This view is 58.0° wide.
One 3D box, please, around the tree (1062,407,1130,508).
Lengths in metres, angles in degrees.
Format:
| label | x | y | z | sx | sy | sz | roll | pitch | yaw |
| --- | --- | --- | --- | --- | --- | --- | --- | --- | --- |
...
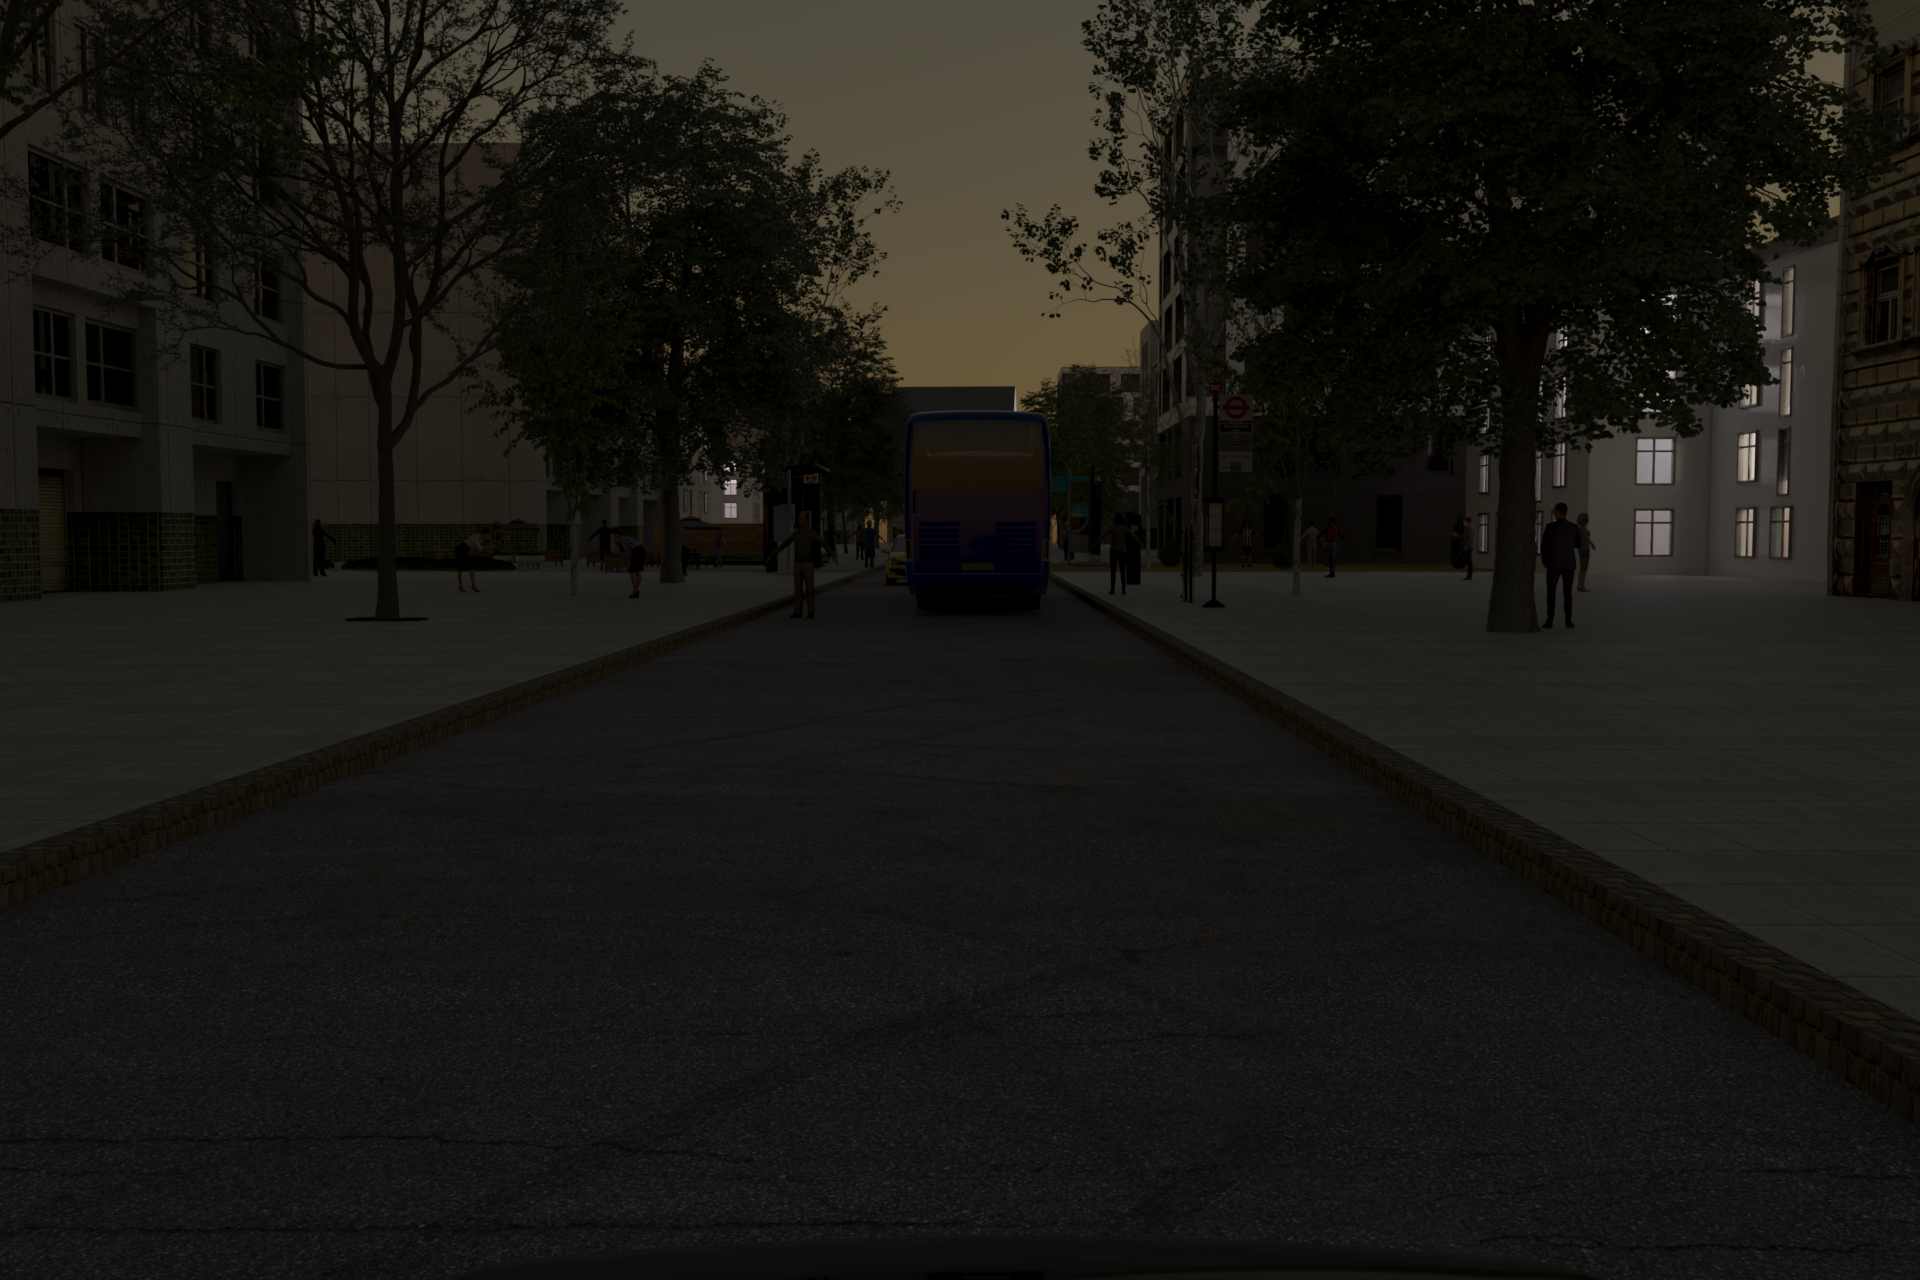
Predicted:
| label | x | y | z | sx | sy | sz | roll | pitch | yaw |
| --- | --- | --- | --- | --- | --- | --- | --- | --- | --- |
| tree | 7.888 | -9.165 | 100.209 | 4.360 | 8.622 | 3.978 | 0 | 3 | 0 |

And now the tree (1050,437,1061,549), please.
| label | x | y | z | sx | sy | sz | roll | pitch | yaw |
| --- | --- | --- | --- | --- | --- | --- | --- | --- | --- |
| tree | 8.442 | -13.126 | 149.021 | 8.767 | 10.594 | 7.601 | -2 | 4 | -25 |

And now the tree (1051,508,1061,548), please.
| label | x | y | z | sx | sy | sz | roll | pitch | yaw |
| --- | --- | --- | --- | --- | --- | --- | --- | --- | --- |
| tree | 8.726 | -12.860 | 160.624 | 4.737 | 8.622 | 4.395 | 0 | 3 | 0 |

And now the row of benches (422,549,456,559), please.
| label | x | y | z | sx | sy | sz | roll | pitch | yaw |
| --- | --- | --- | --- | --- | --- | --- | --- | --- | --- |
| row of benches | -21.495 | -3.472 | 72.225 | 1.422 | 0.672 | 4.104 | 0 | 4 | 2 |

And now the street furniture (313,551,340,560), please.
| label | x | y | z | sx | sy | sz | roll | pitch | yaw |
| --- | --- | --- | --- | --- | --- | --- | --- | --- | --- |
| street furniture | -30.657 | -3.946 | 71.370 | 11.010 | 1.723 | 9.812 | 1 | 4 | 11 |

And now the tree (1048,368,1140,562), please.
| label | x | y | z | sx | sy | sz | roll | pitch | yaw |
| --- | --- | --- | --- | --- | --- | --- | --- | --- | --- |
| tree | 5.812 | -7.698 | 76.222 | 4.737 | 8.622 | 4.395 | 0 | 3 | 0 |

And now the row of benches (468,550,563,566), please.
| label | x | y | z | sx | sy | sz | roll | pitch | yaw |
| --- | --- | --- | --- | --- | --- | --- | --- | --- | --- |
| row of benches | -17.536 | -3.231 | 68.287 | 4.104 | 0.672 | 1.422 | -3 | 4 | -37 |

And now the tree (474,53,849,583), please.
| label | x | y | z | sx | sy | sz | roll | pitch | yaw |
| --- | --- | --- | --- | --- | --- | --- | --- | --- | --- |
| tree | -7.711 | -8.482 | 45.335 | 9.857 | 13.997 | 8.962 | 0 | 3 | 0 |

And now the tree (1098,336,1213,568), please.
| label | x | y | z | sx | sy | sz | roll | pitch | yaw |
| --- | --- | --- | --- | --- | --- | --- | --- | --- | --- |
| tree | 6.866 | -7.010 | 64.980 | 4.360 | 8.622 | 3.978 | 0 | 3 | 0 |

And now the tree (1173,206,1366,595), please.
| label | x | y | z | sx | sy | sz | roll | pitch | yaw |
| --- | --- | --- | --- | --- | --- | --- | --- | --- | --- |
| tree | 6.922 | -5.256 | 36.294 | 4.737 | 8.622 | 4.395 | 0 | 3 | 0 |

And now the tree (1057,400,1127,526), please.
| label | x | y | z | sx | sy | sz | roll | pitch | yaw |
| --- | --- | --- | --- | --- | --- | --- | --- | --- | --- |
| tree | 7.409 | -8.817 | 94.514 | 4.737 | 8.622 | 4.395 | 0 | 3 | 0 |

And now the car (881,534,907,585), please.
| label | x | y | z | sx | sy | sz | roll | pitch | yaw |
| --- | --- | --- | --- | --- | --- | --- | --- | --- | --- |
| car | -1.239 | -2.417 | 49.750 | 2.015 | 1.641 | 3.980 | 0 | 3 | 0 |

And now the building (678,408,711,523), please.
| label | x | y | z | sx | sy | sz | roll | pitch | yaw |
| --- | --- | --- | --- | --- | --- | --- | --- | --- | --- |
| building | -22.555 | -11.262 | 126.280 | 9.099 | 9.664 | 28.070 | 0 | 4 | 1 |

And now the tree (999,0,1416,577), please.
| label | x | y | z | sx | sy | sz | roll | pitch | yaw |
| --- | --- | --- | --- | --- | --- | --- | --- | --- | --- |
| tree | 7.655 | -12.042 | 52.772 | 12.611 | 20.169 | 13.585 | 0 | 3 | 0 |

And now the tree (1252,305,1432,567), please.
| label | x | y | z | sx | sy | sz | roll | pitch | yaw |
| --- | --- | --- | --- | --- | --- | --- | --- | --- | --- |
| tree | 14.704 | -8.120 | 67.174 | 7.601 | 10.594 | 8.767 | 0 | 4 | -5 |

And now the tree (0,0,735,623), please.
| label | x | y | z | sx | sy | sz | roll | pitch | yaw |
| --- | --- | --- | --- | --- | --- | --- | --- | --- | --- |
| tree | -8.427 | -7.032 | 25.348 | 12.009 | 13.543 | 11.850 | 0 | 3 | 0 |

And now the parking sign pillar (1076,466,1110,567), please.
| label | x | y | z | sx | sy | sz | roll | pitch | yaw |
| --- | --- | --- | --- | --- | --- | --- | --- | --- | --- |
| parking sign pillar | 5.361 | -4.920 | 68.908 | 1.447 | 3.967 | 1.447 | 0 | 4 | 1 |

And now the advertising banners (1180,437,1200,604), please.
| label | x | y | z | sx | sy | sz | roll | pitch | yaw |
| --- | --- | --- | --- | --- | --- | --- | --- | --- | --- |
| advertising banners | 4.290 | -2.208 | 32.283 | 0.090 | 3.025 | 2.074 | 0 | 4 | 0 |

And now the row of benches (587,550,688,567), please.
| label | x | y | z | sx | sy | sz | roll | pitch | yaw |
| --- | --- | --- | --- | --- | --- | --- | --- | --- | --- |
| row of benches | -12.586 | -3.161 | 67.141 | 4.104 | 0.672 | 1.422 | 1 | 4 | 12 |

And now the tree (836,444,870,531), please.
| label | x | y | z | sx | sy | sz | roll | pitch | yaw |
| --- | --- | --- | --- | --- | --- | --- | --- | --- | --- |
| tree | -7.203 | -10.404 | 120.464 | 4.360 | 8.622 | 3.978 | 0 | 3 | 0 |

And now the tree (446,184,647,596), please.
| label | x | y | z | sx | sy | sz | roll | pitch | yaw |
| --- | --- | --- | --- | --- | --- | --- | --- | --- | --- |
| tree | -8.239 | -5.224 | 35.772 | 4.737 | 8.622 | 4.395 | 0 | 3 | 0 |

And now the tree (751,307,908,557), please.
| label | x | y | z | sx | sy | sz | roll | pitch | yaw |
| --- | --- | --- | --- | --- | --- | --- | --- | --- | --- |
| tree | -7.229 | -11.590 | 96.150 | 9.857 | 13.997 | 8.962 | 0 | 3 | 0 |

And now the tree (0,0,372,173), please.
| label | x | y | z | sx | sy | sz | roll | pitch | yaw |
| --- | --- | --- | --- | --- | --- | --- | --- | --- | --- |
| tree | -8.455 | -5.380 | 13.713 | 9.928 | 11.665 | 9.643 | 0 | 3 | 0 |

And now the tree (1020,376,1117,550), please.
| label | x | y | z | sx | sy | sz | roll | pitch | yaw |
| --- | --- | --- | --- | --- | --- | --- | --- | --- | --- |
| tree | 8.230 | -14.165 | 138.259 | 9.857 | 13.997 | 8.962 | 0 | 3 | 0 |

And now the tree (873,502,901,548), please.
| label | x | y | z | sx | sy | sz | roll | pitch | yaw |
| --- | --- | --- | --- | --- | --- | --- | --- | --- | --- |
| tree | -6.692 | -13.053 | 163.774 | 4.360 | 8.622 | 3.978 | 0 | 3 | 0 |

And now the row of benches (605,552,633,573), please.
| label | x | y | z | sx | sy | sz | roll | pitch | yaw |
| --- | --- | --- | --- | --- | --- | --- | --- | --- | --- |
| row of benches | -11.550 | -2.679 | 59.256 | 1.422 | 0.672 | 4.104 | 0 | 4 | -2 |

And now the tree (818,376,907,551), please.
| label | x | y | z | sx | sy | sz | roll | pitch | yaw |
| --- | --- | --- | --- | --- | --- | --- | --- | --- | --- |
| tree | -7.312 | -13.610 | 132.890 | 12.009 | 13.543 | 11.850 | 0 | 3 | 0 |

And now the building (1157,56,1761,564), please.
| label | x | y | z | sx | sy | sz | roll | pitch | yaw |
| --- | --- | --- | --- | --- | --- | --- | --- | --- | --- |
| building | 24.107 | -15.098 | 90.834 | 27.936 | 21.610 | 32.646 | 0 | 4 | 1 |

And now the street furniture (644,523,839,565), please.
| label | x | y | z | sx | sy | sz | roll | pitch | yaw |
| --- | --- | --- | --- | --- | --- | --- | --- | --- | --- |
| street furniture | -9.438 | -4.076 | 73.492 | 11.010 | 1.723 | 9.812 | 1 | 4 | 16 |

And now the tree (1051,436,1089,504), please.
| label | x | y | z | sx | sy | sz | roll | pitch | yaw |
| --- | --- | --- | --- | --- | --- | --- | --- | --- | --- |
| tree | 8.169 | -10.918 | 128.876 | 4.360 | 8.622 | 3.978 | 0 | 3 | 0 |

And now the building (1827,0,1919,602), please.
| label | x | y | z | sx | sy | sz | roll | pitch | yaw |
| --- | --- | --- | --- | --- | --- | --- | --- | --- | --- |
| building | 27.288 | -11.950 | 26.305 | 19.493 | 23.208 | 18.063 | 0 | 3 | 0 |

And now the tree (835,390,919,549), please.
| label | x | y | z | sx | sy | sz | roll | pitch | yaw |
| --- | --- | --- | --- | --- | --- | --- | --- | --- | --- |
| tree | -7.452 | -15.013 | 152.116 | 9.857 | 13.997 | 8.962 | 0 | 3 | 0 |

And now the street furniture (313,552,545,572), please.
| label | x | y | z | sx | sy | sz | roll | pitch | yaw |
| --- | --- | --- | --- | --- | --- | --- | --- | --- | --- |
| street furniture | -19.699 | -2.806 | 61.506 | 10.072 | 0.657 | 5.734 | 1 | 4 | 23 |

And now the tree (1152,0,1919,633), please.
| label | x | y | z | sx | sy | sz | roll | pitch | yaw |
| --- | --- | --- | --- | --- | --- | --- | --- | --- | --- |
| tree | 7.214 | -7.086 | 22.509 | 9.857 | 13.997 | 8.962 | 0 | 3 | 0 |

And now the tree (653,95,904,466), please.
| label | x | y | z | sx | sy | sz | roll | pitch | yaw |
| --- | --- | --- | --- | --- | --- | --- | --- | --- | --- |
| tree | -8.886 | -13.574 | 77.822 | 12.611 | 20.169 | 13.585 | 0 | 3 | 0 |

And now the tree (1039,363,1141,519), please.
| label | x | y | z | sx | sy | sz | roll | pitch | yaw |
| --- | --- | --- | --- | --- | --- | --- | --- | --- | --- |
| tree | 8.450 | -12.071 | 115.490 | 7.486 | 12.596 | 7.792 | 0 | 3 | 0 |

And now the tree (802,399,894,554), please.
| label | x | y | z | sx | sy | sz | roll | pitch | yaw |
| --- | --- | --- | --- | --- | --- | --- | --- | --- | --- |
| tree | -7.685 | -10.841 | 111.668 | 7.601 | 10.594 | 8.767 | 0 | 4 | 7 |

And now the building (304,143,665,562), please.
| label | x | y | z | sx | sy | sz | roll | pitch | yaw |
| --- | --- | --- | --- | --- | --- | --- | --- | --- | --- |
| building | -27.385 | -13.944 | 94.446 | 16.747 | 18.905 | 31.486 | 0 | 4 | 1 |

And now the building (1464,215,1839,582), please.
| label | x | y | z | sx | sy | sz | roll | pitch | yaw |
| --- | --- | --- | --- | --- | --- | --- | --- | --- | --- |
| building | 23.981 | -6.823 | 53.706 | 9.099 | 9.664 | 28.070 | 0 | 4 | 1 |
